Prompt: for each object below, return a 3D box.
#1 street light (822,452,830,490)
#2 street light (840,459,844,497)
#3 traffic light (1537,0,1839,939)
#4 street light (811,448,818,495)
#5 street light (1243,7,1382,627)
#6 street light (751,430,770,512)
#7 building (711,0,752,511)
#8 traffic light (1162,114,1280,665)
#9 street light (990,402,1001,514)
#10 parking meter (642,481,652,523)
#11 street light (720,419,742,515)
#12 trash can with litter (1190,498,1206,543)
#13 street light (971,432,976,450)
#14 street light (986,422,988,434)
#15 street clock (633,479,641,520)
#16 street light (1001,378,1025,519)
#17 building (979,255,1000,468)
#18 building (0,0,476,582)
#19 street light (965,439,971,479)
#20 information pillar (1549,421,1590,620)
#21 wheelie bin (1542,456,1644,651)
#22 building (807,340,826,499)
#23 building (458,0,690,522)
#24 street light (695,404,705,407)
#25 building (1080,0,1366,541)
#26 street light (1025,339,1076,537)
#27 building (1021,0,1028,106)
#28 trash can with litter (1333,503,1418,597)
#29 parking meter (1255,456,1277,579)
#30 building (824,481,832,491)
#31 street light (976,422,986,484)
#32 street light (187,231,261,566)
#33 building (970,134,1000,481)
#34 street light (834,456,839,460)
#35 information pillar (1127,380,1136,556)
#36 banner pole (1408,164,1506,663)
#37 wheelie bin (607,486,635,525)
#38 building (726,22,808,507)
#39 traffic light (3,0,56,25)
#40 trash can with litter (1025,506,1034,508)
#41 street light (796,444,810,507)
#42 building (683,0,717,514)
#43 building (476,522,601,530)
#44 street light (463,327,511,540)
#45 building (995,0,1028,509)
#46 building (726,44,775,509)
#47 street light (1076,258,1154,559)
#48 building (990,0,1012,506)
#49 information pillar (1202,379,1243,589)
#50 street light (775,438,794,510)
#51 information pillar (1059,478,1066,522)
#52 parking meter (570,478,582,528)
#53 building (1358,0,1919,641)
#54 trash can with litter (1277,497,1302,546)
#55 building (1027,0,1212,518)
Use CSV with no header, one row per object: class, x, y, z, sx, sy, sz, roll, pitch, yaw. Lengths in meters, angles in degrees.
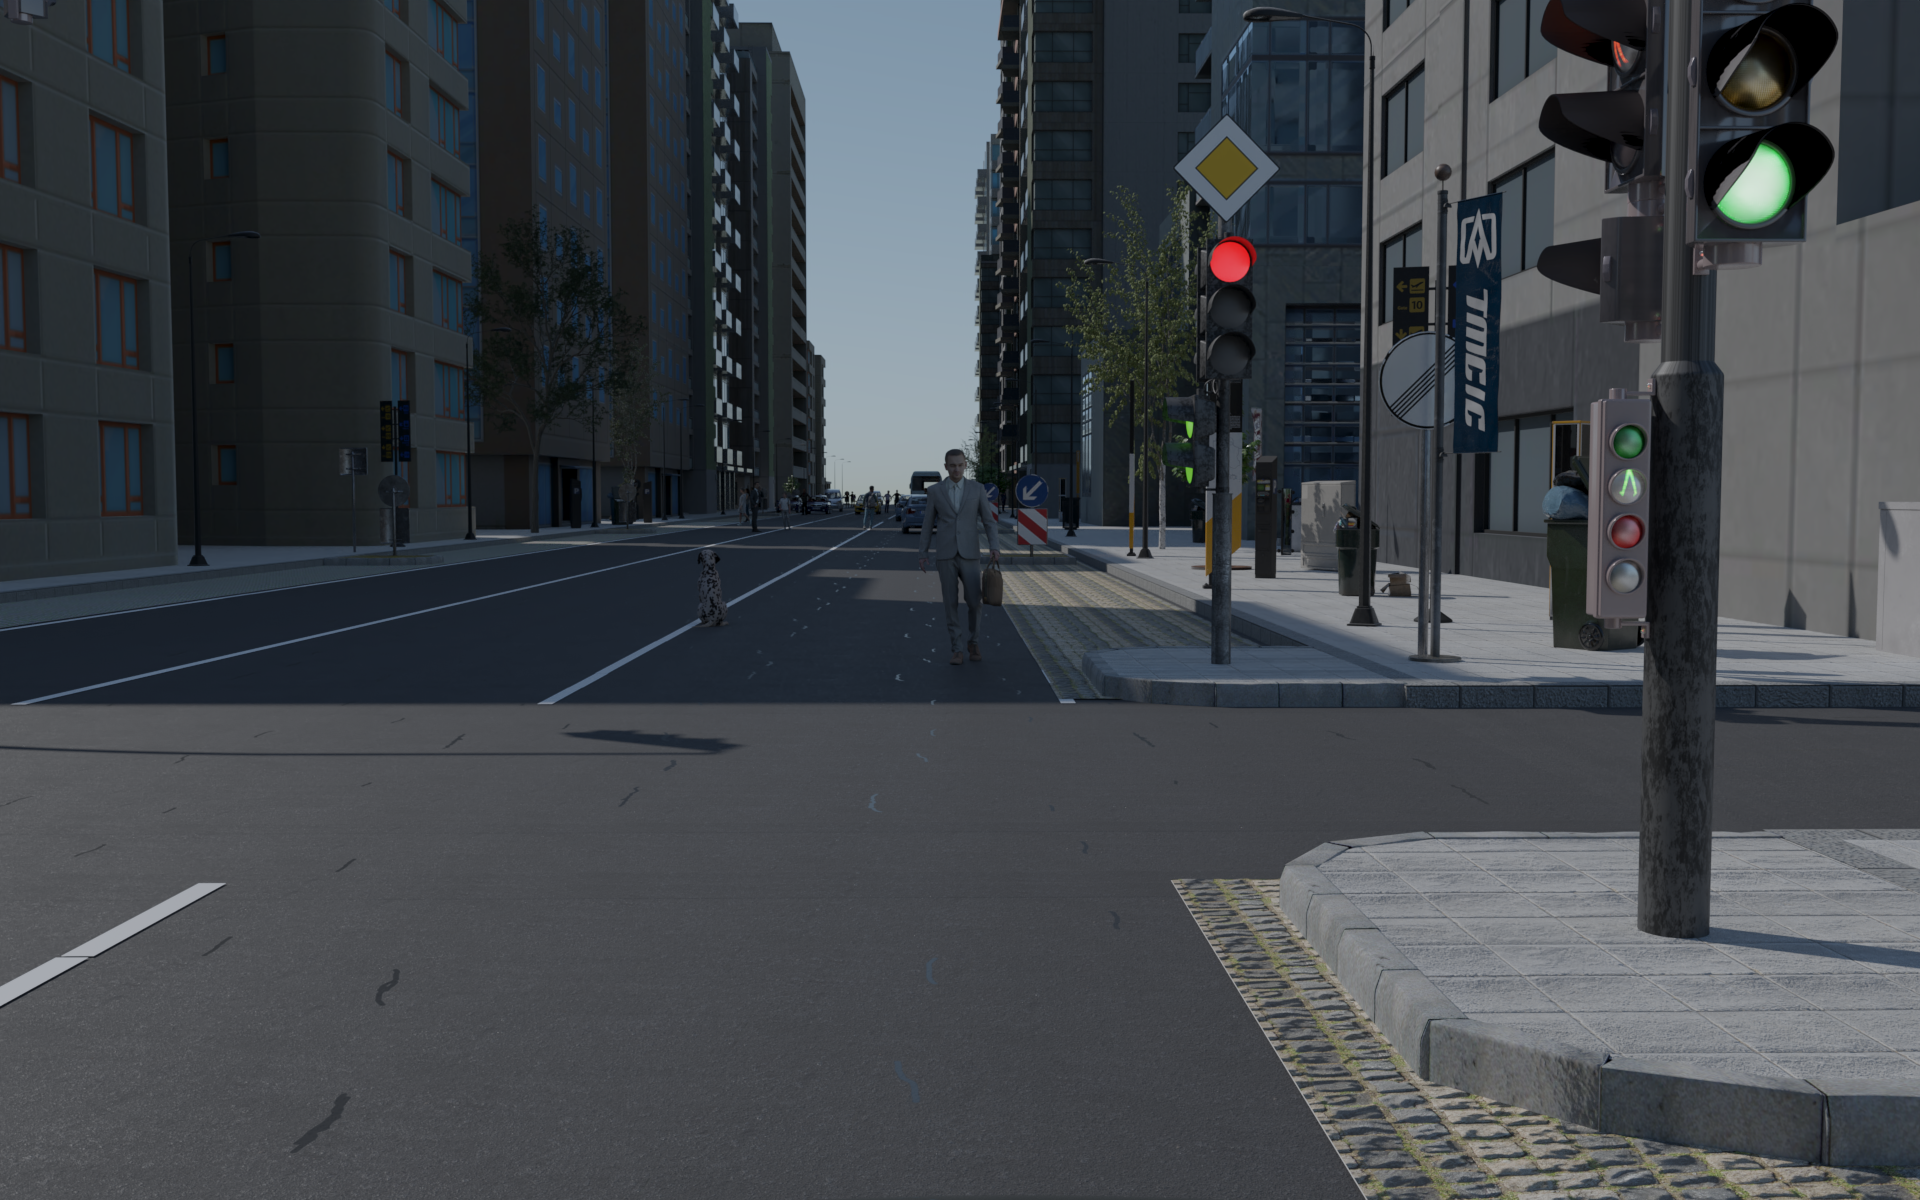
street light,-15.334,-13.374,191.213,1.470,5.913,1.316,0,4,-1
street light,-15.901,-15.599,227.577,1.470,5.913,1.316,0,4,-1
traffic light,-0.019,-1.845,4.829,4.771,5.953,1.251,0,4,-1
street light,-15.036,-12.257,172.945,1.470,5.913,1.316,0,4,-1
street light,3.403,-2.702,16.715,1.470,5.913,1.316,0,4,-1
street light,-14.477,-9.385,125.986,1.470,5.913,1.316,0,4,-1
building,-28.659,-31.268,130.839,23.786,49.044,30.456,0,4,-1
traffic light,1.955,-1.472,12.985,0.839,4.253,0.868,0,4,-1
street light,2.377,-7.042,87.675,1.470,5.913,1.316,0,4,-1
parking meter,-13.878,-4.353,76.876,0.399,1.863,0.255,0,4,0
street light,-14.217,-8.269,107.738,1.470,5.913,1.316,0,4,-1
trash can with litter,6.543,-2.075,45.311,1.055,1.170,0.624,3,4,37
street light,1.786,-9.556,128.778,1.470,5.913,1.316,0,4,-1
street light,2.302,-7.392,93.402,1.470,5.913,1.316,0,4,-1
street clock,-16.089,-4.983,86.048,0.471,2.002,0.358,3,4,37
street light,2.509,-5.945,69.739,1.470,5.913,1.316,0,4,-1
building,9.273,-26.803,209.922,14.160,30.474,14.107,0,4,-1
building,-28.016,-11.695,36.253,27.650,21.520,28.899,0,4,-1
street light,1.389,-10.633,146.386,1.470,5.913,1.316,0,4,-1
information pillar,6.192,-0.798,17.538,0.304,2.012,0.304,-3,5,-43
wheelie bin,5.271,-0.398,14.416,0.980,1.594,0.693,-3,4,-36
building,-30.916,-22.253,208.871,27.650,21.520,28.899,0,4,-1
building,-22.831,-27.168,94.308,14.600,45.320,14.200,0,4,-1
street light,-13.925,-7.176,89.864,1.470,5.913,1.316,0,4,-1
building,16.857,-45.754,60.752,22.319,86.520,31.000,0,4,-1
street light,2.810,-4.864,52.060,1.470,5.913,1.316,0,4,-1
building,15.684,-30.533,118.816,23.786,49.044,30.456,0,4,-1
trash can with litter,5.258,-0.641,21.862,1.055,1.170,0.624,1,4,10
parking meter,4.661,-1.264,26.378,0.255,1.863,0.399,2,4,24
building,-33.926,-33.197,234.655,32.217,40.220,23.993,0,4,-1
street light,1.947,-8.469,111.010,1.470,5.913,1.316,0,4,-1
street light,-13.060,-3.560,30.754,1.470,5.913,1.316,0,4,-1
building,13.200,-37.434,231.655,23.786,49.044,30.456,0,4,-1
street light,-15.679,-14.458,208.934,1.470,5.913,1.316,0,4,-1
information pillar,3.560,-2.720,35.830,0.183,3.616,0.504,0,4,8
banner pole,3.765,-1.407,13.030,0.401,3.779,0.863,-2,4,-27
wheelie bin,-14.182,-3.915,71.915,0.980,1.594,0.693,-2,4,-29
building,-27.633,-34.201,182.889,21.300,48.544,21.600,0,4,-1
traffic light,-9.215,-2.335,12.842,4.771,5.953,1.251,0,4,-1
trash can with litter,3.844,-4.697,88.184,1.055,1.170,0.624,1,4,22
street light,-15.021,-11.539,161.205,1.470,5.913,1.316,0,4,-1
building,-23.316,-25.995,108.610,14.154,41.232,14.086,0,4,-1
building,-22.177,-25.543,67.732,14.600,45.320,14.200,0,4,-1
street light,-13.202,-4.641,48.428,1.470,5.913,1.316,0,4,-1
building,14.327,-30.209,148.537,22.147,44.769,28.867,0,4,-1
building,-24.243,-28.748,153.627,14.154,41.232,14.086,0,4,-1
street light,3.147,-3.779,34.325,1.470,5.913,1.316,0,4,-1
building,12.795,-46.064,191.402,20.563,71.187,20.611,0,4,-1
information pillar,3.550,-1.959,23.378,0.504,3.616,0.183,0,4,2
street light,-14.652,-10.462,143.597,1.470,5.913,1.316,0,4,-1
information pillar,4.730,-4.619,80.019,0.304,2.012,0.304,0,4,-8
parking meter,-14.347,-3.610,64.740,0.399,1.863,0.255,-2,4,-26
building,18.159,-35.699,21.935,20.611,71.187,20.563,0,4,-1
trash can with litter,8.471,-1.914,42.350,1.678,1.210,2.233,-2,4,-28
building,10.680,-19.900,97.068,14.160,30.474,14.107,0,4,-1
